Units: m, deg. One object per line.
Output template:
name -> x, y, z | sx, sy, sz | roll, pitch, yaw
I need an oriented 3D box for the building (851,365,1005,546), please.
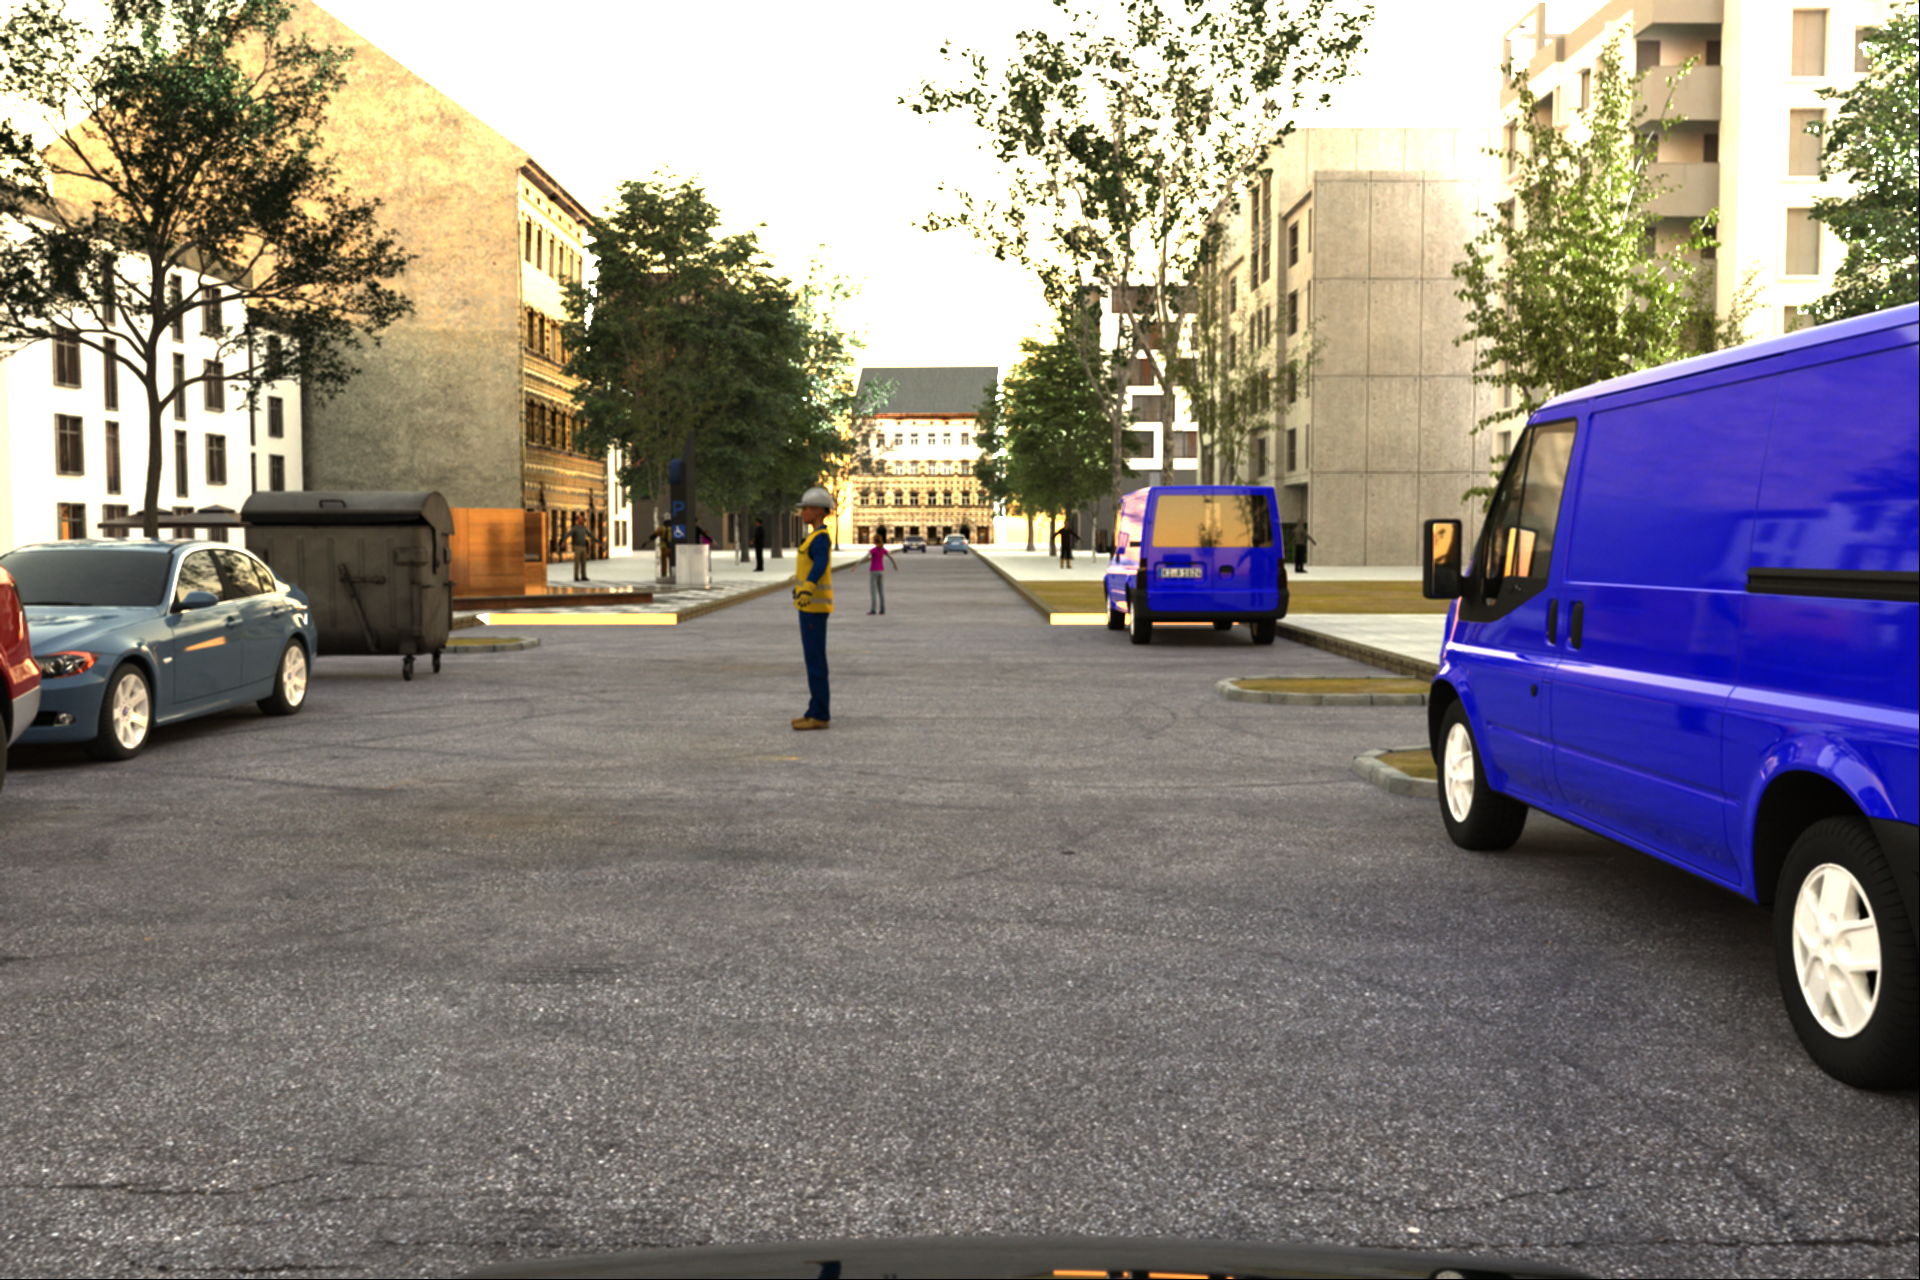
building -> -3.778, -23.961, 225.152 | 18.063, 23.208, 19.493 | 0, 4, 5

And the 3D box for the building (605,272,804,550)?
building -> -29.054, -18.818, 151.654 | 27.936, 21.610, 32.646 | 0, 4, 0

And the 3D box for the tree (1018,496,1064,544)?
tree -> 10.338, -17.355, 218.159 | 7.601, 10.594, 8.767 | 0, 4, 8

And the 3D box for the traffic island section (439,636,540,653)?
traffic island section -> -6.392, 0.065, 21.796 | 1.991, 0.108, 1.994 | 0, 4, 0

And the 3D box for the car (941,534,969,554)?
car -> -0.335, -6.893, 124.697 | 2.014, 1.417, 4.499 | 0, 4, -1

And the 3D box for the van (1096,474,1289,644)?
van -> 3.151, -1.211, 24.186 | 2.240, 2.365, 5.245 | 0, 3, 0

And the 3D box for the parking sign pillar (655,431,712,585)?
parking sign pillar -> -7.120, -3.430, 44.548 | 1.447, 3.967, 1.447 | 0, 4, 1

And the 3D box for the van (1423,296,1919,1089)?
van -> 3.198, -0.107, 6.133 | 2.240, 2.365, 5.245 | 0, 4, -1

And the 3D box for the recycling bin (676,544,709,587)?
recycling bin -> -6.507, -1.809, 42.136 | 0.722, 1.027, 0.722 | 0, 4, -1

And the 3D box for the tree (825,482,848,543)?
tree -> -16.767, -16.771, 224.559 | 4.737, 8.622, 4.395 | 0, 3, 0

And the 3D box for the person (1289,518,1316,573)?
person -> 11.336, -3.146, 57.570 | 0.705, 1.813, 1.348 | -2, 4, -27

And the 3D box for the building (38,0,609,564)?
building -> -26.967, -15.117, 78.099 | 19.493, 23.208, 18.063 | 0, 4, -1

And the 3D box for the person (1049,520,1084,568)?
person -> 3.968, -3.600, 64.995 | 1.346, 1.812, 0.704 | -1, 4, -13

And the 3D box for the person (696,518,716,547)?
person -> -8.201, -2.900, 53.602 | 1.347, 1.806, 0.705 | 1, 4, 20

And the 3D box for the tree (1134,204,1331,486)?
tree -> 5.586, -5.443, 39.356 | 4.360, 8.622, 3.978 | 0, 3, 0

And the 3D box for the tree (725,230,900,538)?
tree -> -10.116, -15.558, 110.265 | 12.611, 20.169, 13.585 | 0, 3, 0

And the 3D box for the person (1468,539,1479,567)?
person -> 5.327, -0.645, 16.383 | 1.345, 1.849, 0.704 | -1, 4, -21

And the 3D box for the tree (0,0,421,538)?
tree -> -11.417, -5.531, 24.842 | 7.601, 10.594, 8.767 | -2, 4, -28

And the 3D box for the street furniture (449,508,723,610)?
street furniture -> -11.021, -1.558, 32.331 | 9.812, 1.723, 11.010 | 3, 5, 40

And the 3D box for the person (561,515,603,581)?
person -> -10.388, -2.518, 47.436 | 0.705, 1.796, 1.348 | 3, 5, 42

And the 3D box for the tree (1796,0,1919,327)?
tree -> 22.598, -7.922, 36.186 | 9.857, 13.997, 8.962 | 0, 3, 0

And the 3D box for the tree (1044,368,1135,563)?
tree -> 5.994, -7.735, 76.822 | 4.360, 8.622, 3.978 | 0, 3, 0

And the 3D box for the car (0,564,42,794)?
car -> -5.675, 0.126, 6.610 | 2.281, 1.827, 5.304 | 0, 4, 0

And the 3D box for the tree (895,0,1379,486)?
tree -> 4.528, -11.836, 49.404 | 12.611, 20.169, 13.585 | 0, 3, 0

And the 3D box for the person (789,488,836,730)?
person -> -1.151, -0.237, 12.796 | 0.721, 1.772, 1.216 | 0, 4, -7

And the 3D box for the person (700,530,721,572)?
person -> -8.650, -3.047, 59.086 | 0.991, 1.433, 0.599 | -1, 4, -13

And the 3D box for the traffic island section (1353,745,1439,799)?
traffic island section -> 3.369, 0.782, 10.086 | 1.991, 0.108, 1.994 | 0, 4, -1

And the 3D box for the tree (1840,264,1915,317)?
tree -> 25.467, -5.893, 46.716 | 4.737, 8.622, 4.395 | 0, 3, 0

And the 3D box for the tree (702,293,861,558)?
tree -> -9.907, -11.351, 92.247 | 9.857, 13.997, 8.962 | 0, 3, 0

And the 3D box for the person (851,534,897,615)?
person -> -1.508, -1.169, 30.838 | 0.991, 1.433, 0.599 | -3, 4, -38

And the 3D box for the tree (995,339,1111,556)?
tree -> 5.657, -11.156, 100.525 | 7.486, 12.596, 7.792 | 0, 3, 0

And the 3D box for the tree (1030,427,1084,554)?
tree -> 5.462, -9.690, 108.800 | 4.360, 8.622, 3.978 | 0, 3, 0

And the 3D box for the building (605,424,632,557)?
building -> -24.082, -9.874, 103.579 | 9.099, 9.664, 28.070 | 0, 4, -1

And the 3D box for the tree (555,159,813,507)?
tree -> -9.398, -9.352, 59.556 | 9.857, 13.997, 8.962 | 0, 3, 0

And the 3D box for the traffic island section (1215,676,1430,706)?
traffic island section -> 3.320, 0.453, 15.459 | 1.991, 0.108, 1.994 | 0, 3, 0

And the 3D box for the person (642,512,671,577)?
person -> -7.786, -2.467, 46.101 | 1.354, 1.858, 0.705 | -2, 4, -25

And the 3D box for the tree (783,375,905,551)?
tree -> -9.237, -13.507, 131.206 | 12.009, 13.543, 11.850 | 0, 3, 0

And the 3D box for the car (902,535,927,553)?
car -> -3.504, -7.392, 133.444 | 1.945, 1.354, 3.894 | 0, 3, 0

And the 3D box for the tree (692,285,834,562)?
tree -> -9.575, -9.806, 78.462 | 7.486, 12.596, 7.792 | 0, 3, 0

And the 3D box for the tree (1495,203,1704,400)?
tree -> 14.205, -5.410, 38.821 | 4.737, 8.622, 4.395 | 0, 3, 0

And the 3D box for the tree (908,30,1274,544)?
tree -> 4.743, -12.896, 66.731 | 12.611, 20.169, 13.585 | 0, 3, 0

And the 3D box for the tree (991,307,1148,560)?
tree -> 5.462, -10.272, 86.079 | 7.486, 12.596, 7.792 | 0, 3, 0

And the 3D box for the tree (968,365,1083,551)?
tree -> 5.162, -13.541, 128.044 | 9.857, 13.997, 8.962 | 0, 3, 0

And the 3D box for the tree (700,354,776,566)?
tree -> -8.928, -7.340, 70.375 | 4.360, 8.622, 3.978 | 0, 3, 0

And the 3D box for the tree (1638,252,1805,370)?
tree -> 20.218, -5.853, 46.059 | 4.737, 8.622, 4.395 | 0, 3, 0

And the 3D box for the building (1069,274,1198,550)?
building -> 23.381, -18.882, 152.700 | 27.936, 21.610, 32.646 | 0, 3, 0

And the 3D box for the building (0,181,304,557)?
building -> -26.960, -6.909, 55.105 | 9.099, 9.664, 28.070 | 0, 4, 0

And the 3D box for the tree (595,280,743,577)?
tree -> -8.979, -6.137, 50.706 | 4.360, 8.622, 3.978 | 0, 3, 0

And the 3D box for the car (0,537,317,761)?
car -> -6.127, -0.028, 12.467 | 2.014, 1.417, 4.499 | 0, 4, 0

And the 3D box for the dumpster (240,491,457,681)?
dumpster -> -6.111, -0.559, 17.357 | 1.865, 1.857, 1.264 | 0, 4, 0

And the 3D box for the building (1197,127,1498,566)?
building -> 22.136, -13.306, 84.014 | 16.747, 18.905, 31.486 | 0, 4, 0

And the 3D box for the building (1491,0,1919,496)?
building -> 25.125, -12.648, 63.221 | 16.016, 20.090, 11.380 | 0, 4, 0

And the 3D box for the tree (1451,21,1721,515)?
tree -> 9.148, -4.623, 25.946 | 4.737, 8.622, 4.395 | 0, 3, 0

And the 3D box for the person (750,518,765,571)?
person -> -6.954, -3.292, 59.760 | 0.705, 1.837, 1.347 | 1, 4, 10
